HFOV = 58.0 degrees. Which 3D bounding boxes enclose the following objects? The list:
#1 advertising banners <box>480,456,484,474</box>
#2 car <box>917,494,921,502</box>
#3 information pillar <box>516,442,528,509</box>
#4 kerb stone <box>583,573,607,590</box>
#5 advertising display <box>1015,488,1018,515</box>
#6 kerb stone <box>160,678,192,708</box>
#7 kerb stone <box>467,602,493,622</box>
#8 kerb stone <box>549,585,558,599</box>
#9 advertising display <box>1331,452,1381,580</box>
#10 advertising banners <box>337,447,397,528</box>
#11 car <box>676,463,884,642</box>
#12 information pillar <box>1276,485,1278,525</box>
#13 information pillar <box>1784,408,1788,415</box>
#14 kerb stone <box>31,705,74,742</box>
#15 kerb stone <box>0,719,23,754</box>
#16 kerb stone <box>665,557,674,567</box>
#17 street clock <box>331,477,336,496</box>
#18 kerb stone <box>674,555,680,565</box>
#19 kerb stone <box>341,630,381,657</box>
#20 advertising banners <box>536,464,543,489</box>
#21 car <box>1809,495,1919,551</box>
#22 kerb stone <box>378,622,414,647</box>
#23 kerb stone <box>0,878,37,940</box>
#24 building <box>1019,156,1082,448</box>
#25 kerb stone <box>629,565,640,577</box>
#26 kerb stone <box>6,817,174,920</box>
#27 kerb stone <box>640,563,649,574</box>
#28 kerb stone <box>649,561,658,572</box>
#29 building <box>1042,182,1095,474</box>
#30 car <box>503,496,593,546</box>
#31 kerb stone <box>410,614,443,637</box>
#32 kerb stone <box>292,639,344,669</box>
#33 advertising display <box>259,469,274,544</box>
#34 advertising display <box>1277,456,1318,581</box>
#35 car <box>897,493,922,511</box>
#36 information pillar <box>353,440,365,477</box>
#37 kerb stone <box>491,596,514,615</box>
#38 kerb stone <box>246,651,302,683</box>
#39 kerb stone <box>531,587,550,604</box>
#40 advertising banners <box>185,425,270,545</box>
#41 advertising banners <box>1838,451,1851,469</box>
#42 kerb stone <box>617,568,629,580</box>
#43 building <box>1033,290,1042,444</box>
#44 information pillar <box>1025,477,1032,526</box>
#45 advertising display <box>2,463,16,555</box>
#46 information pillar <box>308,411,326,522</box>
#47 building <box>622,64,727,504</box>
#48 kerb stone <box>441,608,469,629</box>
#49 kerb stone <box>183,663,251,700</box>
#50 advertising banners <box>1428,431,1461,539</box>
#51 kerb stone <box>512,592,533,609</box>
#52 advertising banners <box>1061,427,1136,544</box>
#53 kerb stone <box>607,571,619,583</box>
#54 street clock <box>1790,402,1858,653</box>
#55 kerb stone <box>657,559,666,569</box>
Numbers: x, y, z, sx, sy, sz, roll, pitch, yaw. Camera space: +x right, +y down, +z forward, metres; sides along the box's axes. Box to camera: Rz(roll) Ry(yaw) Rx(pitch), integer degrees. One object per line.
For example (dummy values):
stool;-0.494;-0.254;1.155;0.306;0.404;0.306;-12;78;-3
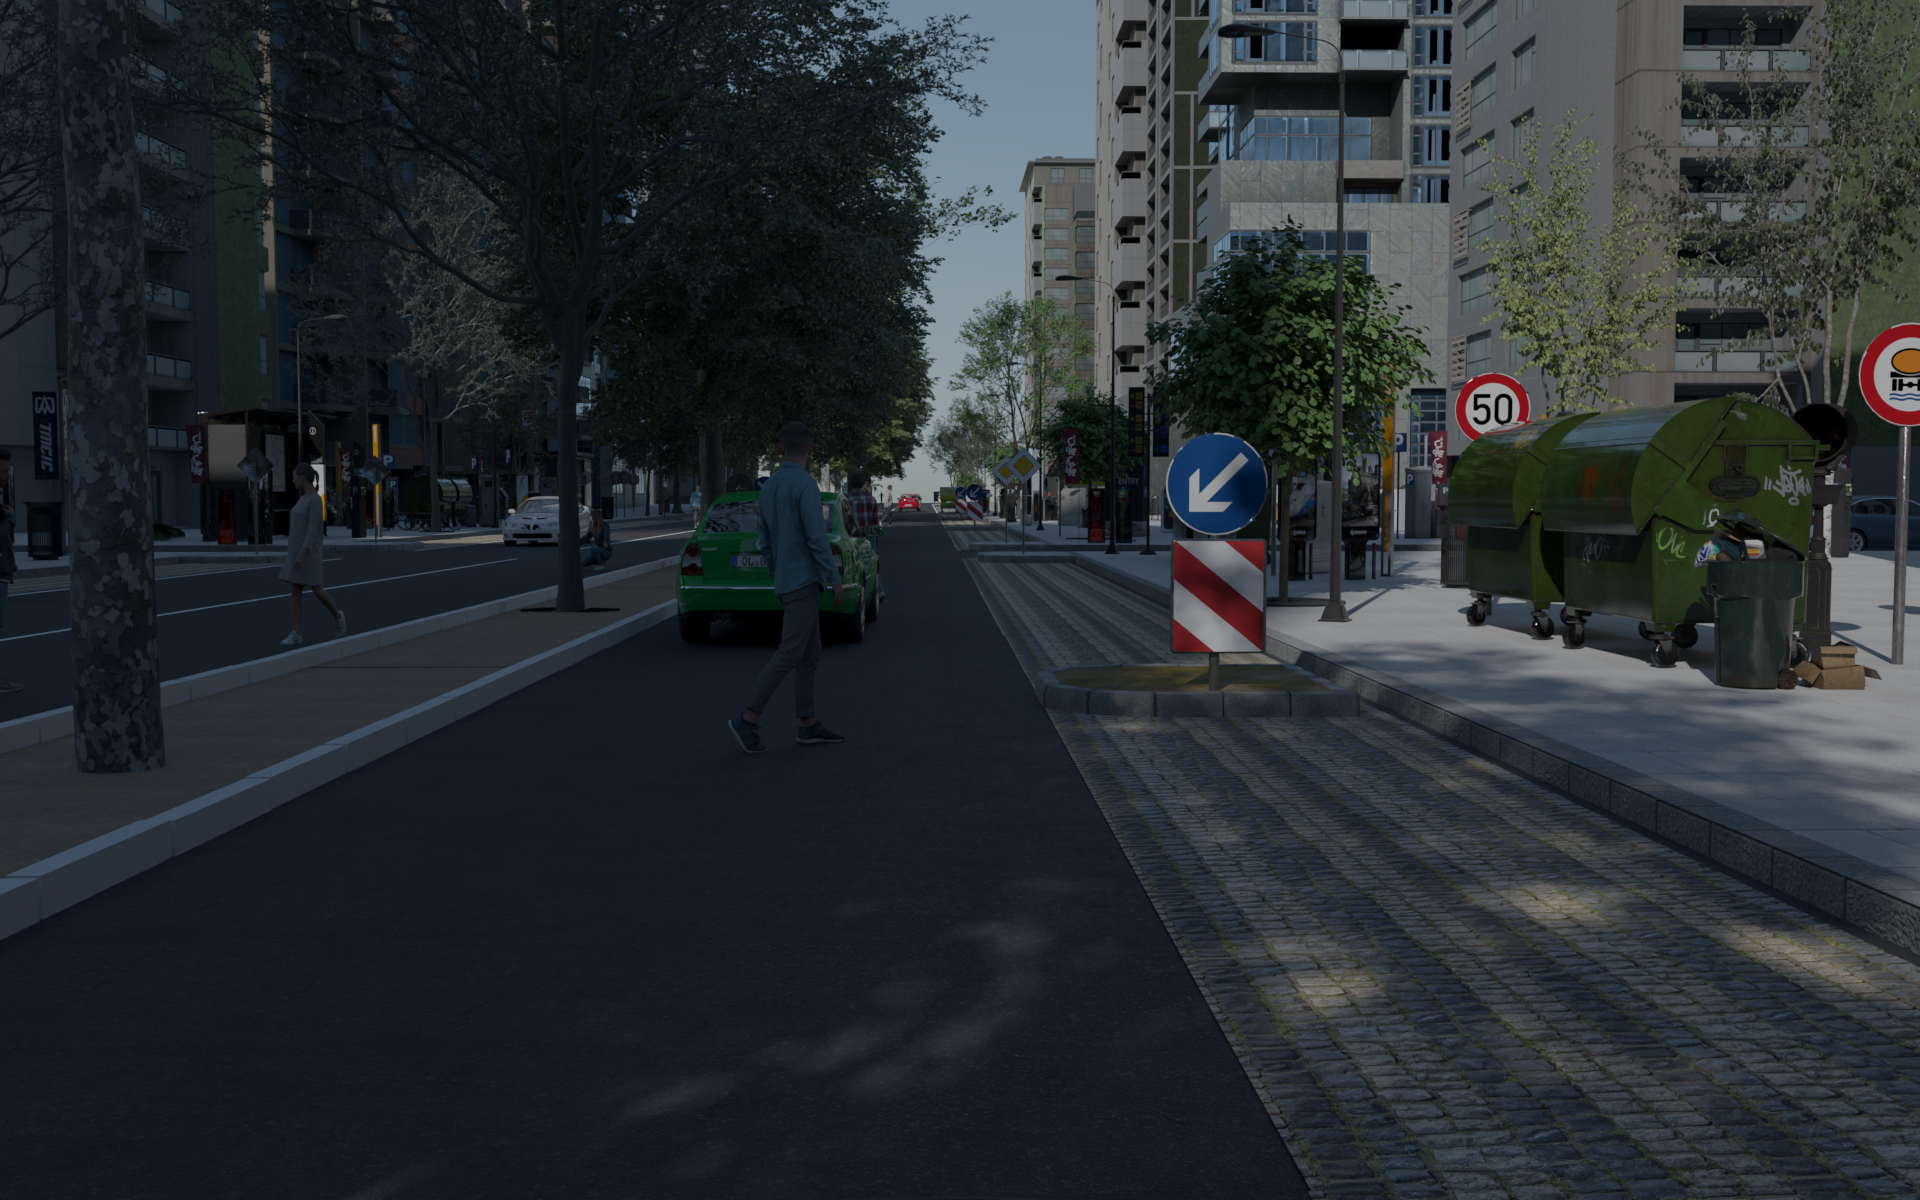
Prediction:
advertising banners;-21.852;-5.125;79.979;0.090;3.025;2.074;0;4;1
car;-7.136;-16.453;277.796;1.959;1.807;4.718;0;4;-3
information pillar;-19.625;-5.274;77.586;0.504;3.616;0.183;-2;4;-26
kerb stone;-5.661;-0.283;26.828;0.120;0.150;1.000;0;4;-1
advertising display;3.676;-6.286;107.984;0.974;1.923;0.123;0;4;-2
kerb stone;-5.368;0.657;11.450;0.120;0.150;1.000;0;4;-1
kerb stone;-5.515;0.155;19.654;0.120;0.150;1.000;0;4;-1
kerb stone;-5.597;-0.095;23.746;0.120;0.150;1.000;0;4;-1
advertising display;5.906;-1.262;25.843;0.974;1.923;0.123;-3;4;-37
advertising banners;-22.284;-4.216;65.125;2.074;3.025;0.090;-1;4;-15
car;-1.808;-0.572;18.150;1.959;1.807;4.718;0;4;1
information pillar;13.524;-4.980;72.771;0.504;3.616;0.183;1;4;15
information pillar;22.413;-3.422;47.310;0.504;3.616;0.183;-3;4;-37
kerb stone;-5.337;0.722;10.425;0.120;0.150;1.000;0;4;-1
kerb stone;-5.316;0.784;9.403;0.120;0.150;1.000;0;4;-1
kerb stone;-5.807;-0.722;34.000;0.120;0.150;1.000;0;4;-1
street clock;-26.668;-4.243;73.937;0.358;2.002;0.471;-1;4;-9
kerb stone;-5.814;-0.785;35.023;0.120;0.150;1.000;0;4;-1
kerb stone;-5.443;0.407;15.549;0.120;0.150;1.000;0;4;-1
advertising banners;-24.265;-6.500;102.458;0.090;3.025;2.074;3;4;37
car;21.826;-1.760;40.773;4.499;1.417;2.014;0;4;-1
kerb stone;-5.457;0.344;16.577;0.120;0.150;1.000;0;4;-1
kerb stone;-3.136;1.037;5.302;0.120;0.150;1.000;0;4;-1
building;24.046;-41.387;265.919;28.713;52.752;27.495;0;4;-1
kerb stone;-5.713;-0.470;29.901;0.120;0.150;1.000;0;4;-1
kerb stone;-3.158;0.971;6.325;0.120;0.150;1.000;0;4;-1
kerb stone;-5.740;-0.534;30.923;0.120;0.150;1.000;0;4;-1
kerb stone;-5.759;-0.597;31.950;0.120;0.150;1.000;0;4;-1
building;17.718;-33.383;229.410;14.154;41.232;14.086;0;4;-1
car;-11.693;-2.262;49.339;2.083;1.381;4.827;0;4;-2
kerb stone;-5.484;0.282;17.599;0.120;0.150;1.000;0;4;-1
kerb stone;-5.421;0.469;14.525;0.120;0.150;1.000;0;4;-1
advertising display;-17.795;-2.399;44.430;0.123;1.923;0.974;-2;4;-35
advertising display;4.988;-1.248;25.612;0.123;1.923;0.974;3;5;40
car;-4.238;-8.313;144.953;2.155;1.783;4.494;0;4;1
information pillar;-25.717;-5.062;74.120;0.504;3.616;0.183;-2;4;-26
kerb stone;-5.538;0.093;20.677;0.120;0.150;1.000;0;4;-1
kerb stone;-5.396;0.535;13.503;0.120;0.150;1.000;0;4;-1
kerb stone;-5.580;-0.032;22.724;0.120;0.150;1.000;0;4;-1
advertising banners;-18.485;-2.905;43.678;2.074;3.025;0.090;0;4;1
advertising banners;24.235;-3.220;48.835;0.090;3.025;2.074;-2;4;-24
kerb stone;-5.702;-0.407;28.874;0.120;0.150;1.000;0;4;-1
building;17.245;-28.961;245.210;14.160;30.474;14.107;0;4;-1
information pillar;2.699;-4.006;69.982;0.304;2.012;0.304;-3;4;-36
advertising display;-19.987;-1.908;36.411;0.123;1.923;0.974;-1;4;-22
information pillar;-18.138;-3.518;48.870;0.504;3.616;0.183;1;4;20
building;-42.866;-41.924;227.448;21.231;58.520;28.212;0;4;-1
kerb stone;-5.500;0.218;18.624;0.120;0.150;1.000;0;4;-1
kerb stone;-5.381;0.594;12.479;0.120;0.150;1.000;0;4;-1
advertising banners;13.931;-3.152;47.718;2.074;3.025;0.090;1;4;9
kerb stone;-5.558;0.030;21.699;0.120;0.150;1.000;0;4;-1
advertising banners;3.600;-3.000;45.235;2.074;3.025;0.090;2;4;24
kerb stone;-5.678;-0.344;27.851;0.120;0.150;1.000;0;4;-1
street clock;6.826;-0.563;13.773;0.471;2.002;0.358;3;5;45
kerb stone;-5.775;-0.655;32.972;0.120;0.150;1.000;0;4;-1
